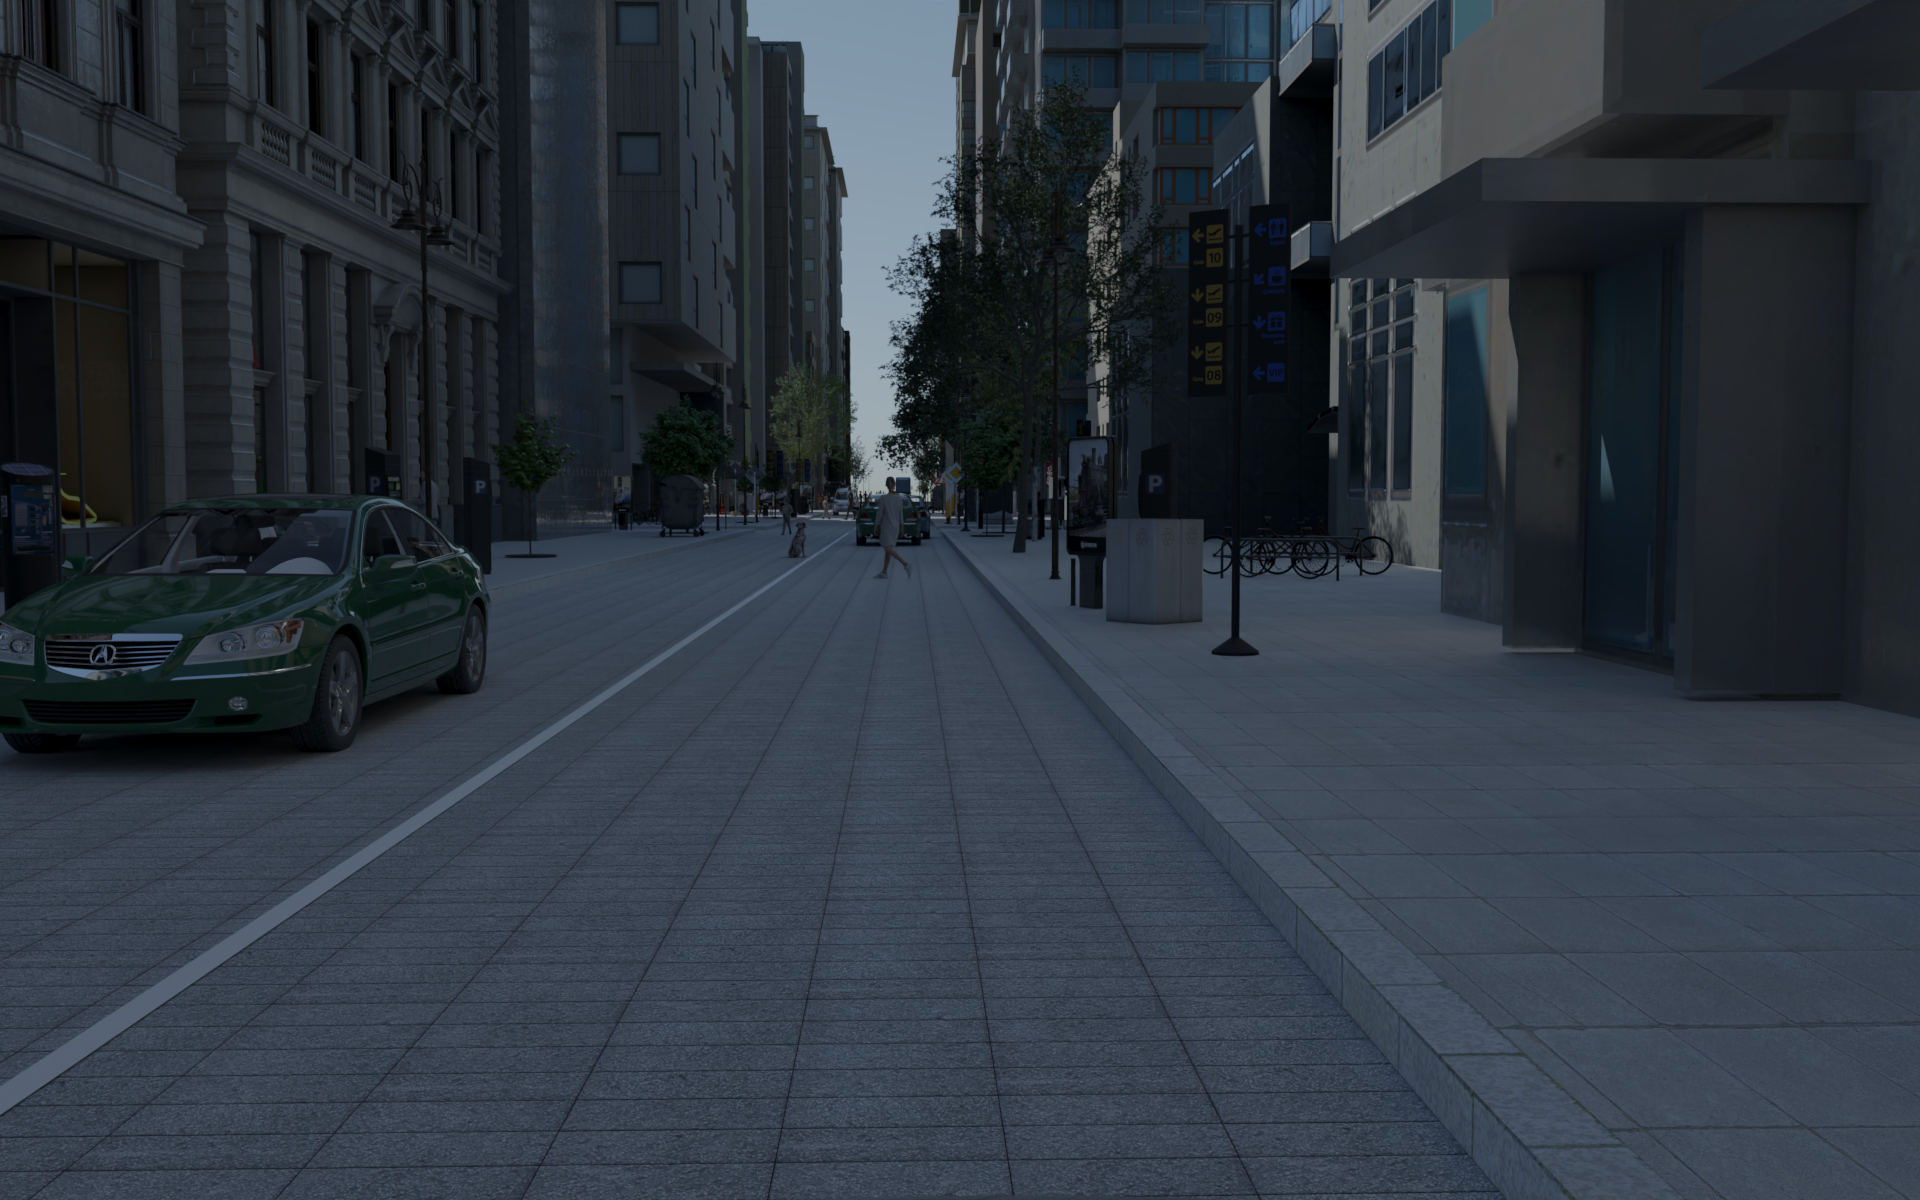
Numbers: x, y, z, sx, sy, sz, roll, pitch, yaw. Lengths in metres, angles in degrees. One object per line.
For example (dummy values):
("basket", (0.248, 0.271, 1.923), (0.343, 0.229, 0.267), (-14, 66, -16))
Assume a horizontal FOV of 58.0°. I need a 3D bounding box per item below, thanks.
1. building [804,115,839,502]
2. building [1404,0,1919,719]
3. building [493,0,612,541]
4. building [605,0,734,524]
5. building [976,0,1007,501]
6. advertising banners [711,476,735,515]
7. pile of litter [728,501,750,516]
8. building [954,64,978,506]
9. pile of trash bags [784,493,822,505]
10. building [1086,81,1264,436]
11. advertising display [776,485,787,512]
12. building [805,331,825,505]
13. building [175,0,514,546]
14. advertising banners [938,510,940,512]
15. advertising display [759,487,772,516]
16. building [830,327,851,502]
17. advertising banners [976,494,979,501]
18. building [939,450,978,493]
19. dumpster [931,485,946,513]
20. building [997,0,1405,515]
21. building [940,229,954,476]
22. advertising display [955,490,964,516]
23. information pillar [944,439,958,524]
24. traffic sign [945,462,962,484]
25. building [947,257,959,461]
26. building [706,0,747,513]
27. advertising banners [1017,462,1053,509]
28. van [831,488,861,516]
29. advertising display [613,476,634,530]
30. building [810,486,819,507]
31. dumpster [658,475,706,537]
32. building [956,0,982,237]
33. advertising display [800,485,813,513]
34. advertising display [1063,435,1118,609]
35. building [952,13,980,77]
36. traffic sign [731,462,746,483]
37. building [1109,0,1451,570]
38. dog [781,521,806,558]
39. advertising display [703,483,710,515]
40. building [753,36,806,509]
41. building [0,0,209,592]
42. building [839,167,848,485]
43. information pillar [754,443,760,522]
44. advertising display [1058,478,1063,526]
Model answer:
("building", (-32.410, -40.066, 244.317), (28.713, 52.752, 27.495), (0, 4, -2))
("building", (15.134, -23.562, 4.851), (23.786, 49.044, 30.456), (0, 4, -2))
("building", (-21.628, -14.314, 52.059), (19.932, 24.808, 12.078), (0, 4, -2))
("building", (-25.635, -30.327, 85.088), (28.713, 52.752, 27.495), (0, 4, -2))
("building", (8.574, -30.861, 154.686), (14.600, 45.320, 14.200), (0, 4, -2))
("advertising banners", (-14.706, -6.812, 107.557), (2.074, 3.025, 0.090), (2, 4, 34))
("pile of litter", (-13.094, -5.397, 102.210), (1.176, 0.858, 1.719), (3, 4, 37))
("building", (6.949, -29.681, 168.884), (14.154, 41.232, 14.086), (0, 4, -2))
("pile of trash bags", (-12.742, -8.053, 141.419), (3.447, 1.369, 1.912), (0, 4, -7))
("building", (22.214, -14.802, 87.049), (28.899, 21.520, 27.650), (0, 4, -2))
("advertising display", (-12.869, -7.328, 125.030), (0.974, 1.923, 0.123), (0, 4, -6))
("building", (-29.941, -21.580, 197.866), (27.650, 21.520, 28.899), (0, 4, -2))
("building", (-16.795, -12.698, 36.489), (11.050, 23.489, 19.941), (0, 4, -2))
("advertising banners", (-1.466, -7.799, 123.696), (0.090, 3.025, 2.074), (0, 4, 3))
("advertising display", (-11.229, -5.789, 99.863), (0.123, 1.923, 0.974), (3, 5, 42))
("building", (-25.788, -31.959, 294.227), (14.160, 30.474, 14.107), (0, 4, -2))
("advertising banners", (1.529, -7.240, 114.558), (0.090, 3.025, 2.074), (-3, 4, -37))
("building", (7.454, -38.864, 290.056), (22.147, 44.769, 28.867), (0, 4, -2))
("dumpster", (-1.285, -6.678, 114.946), (1.264, 1.857, 1.865), (0, 4, -2))
("building", (13.993, -30.475, 117.878), (23.786, 49.044, 30.456), (0, 4, -2))
("building", (3.843, -35.761, 268.292), (14.154, 41.232, 14.086), (0, 4, -2))
("advertising display", (0.092, -5.891, 101.532), (0.123, 1.923, 0.974), (2, 4, 32))
("information pillar", (-0.425, -5.058, 74.058), (0.504, 3.616, 0.183), (3, 5, 43))
("traffic sign", (-0.116, -3.698, 62.647), (0.795, 2.593, 0.064), (0, 4, -2))
("building", (5.194, -26.902, 211.554), (14.160, 30.474, 14.107), (0, 4, -2))
("building", (-22.230, -26.695, 120.063), (14.154, 41.232, 14.086), (0, 4, -2))
("advertising banners", (4.140, -6.006, 94.380), (2.074, 3.025, 0.090), (1, 4, 9))
("van", (-7.632, -6.674, 116.135), (2.013, 2.044, 4.112), (0, 4, -1))
("advertising display", (-11.979, -3.448, 61.592), (0.974, 1.923, 0.123), (3, 4, 39))
("building", (-30.478, -29.290, 170.769), (32.217, 40.220, 23.993), (0, 4, -2))
("dumpster", (-8.355, -2.830, 52.021), (1.264, 1.857, 1.865), (0, 4, -2))
("building", (7.701, -49.626, 249.633), (20.563, 71.187, 20.611), (0, 4, -2))
("advertising display", (-10.432, -6.870, 117.535), (0.974, 1.923, 0.123), (0, 4, 5))
("advertising display", (1.476, -0.870, 19.444), (0.123, 1.923, 0.974), (-2, 4, -25))
("building", (13.794, -36.713, 189.504), (28.713, 52.752, 27.495), (0, 4, -2))
("traffic sign", (-8.108, -3.684, 62.422), (0.795, 2.593, 0.064), (0, 4, -2))
("building", (16.780, -44.634, 42.431), (22.319, 86.520, 31.000), (0, 4, -2))
("dog", (-3.775, -1.355, 38.994), (0.800, 0.831, 0.513), (-2, 4, -26))
("advertising display", (-15.457, -6.038, 103.928), (0.974, 1.923, 0.123), (1, 4, 16))
("building", (-20.961, -28.633, 151.746), (14.154, 41.232, 14.086), (0, 4, -2))
("building", (-15.493, -9.482, 5.940), (10.553, 20.767, 40.483), (0, 4, -2))
("building", (-32.271, -41.794, 272.575), (28.713, 52.752, 27.495), (0, 4, -2))
("information pillar", (-9.220, -5.338, 78.635), (0.183, 3.616, 0.504), (-1, 4, -18))
("advertising display", (4.110, -3.975, 70.209), (0.123, 1.923, 0.974), (1, 4, 10))
